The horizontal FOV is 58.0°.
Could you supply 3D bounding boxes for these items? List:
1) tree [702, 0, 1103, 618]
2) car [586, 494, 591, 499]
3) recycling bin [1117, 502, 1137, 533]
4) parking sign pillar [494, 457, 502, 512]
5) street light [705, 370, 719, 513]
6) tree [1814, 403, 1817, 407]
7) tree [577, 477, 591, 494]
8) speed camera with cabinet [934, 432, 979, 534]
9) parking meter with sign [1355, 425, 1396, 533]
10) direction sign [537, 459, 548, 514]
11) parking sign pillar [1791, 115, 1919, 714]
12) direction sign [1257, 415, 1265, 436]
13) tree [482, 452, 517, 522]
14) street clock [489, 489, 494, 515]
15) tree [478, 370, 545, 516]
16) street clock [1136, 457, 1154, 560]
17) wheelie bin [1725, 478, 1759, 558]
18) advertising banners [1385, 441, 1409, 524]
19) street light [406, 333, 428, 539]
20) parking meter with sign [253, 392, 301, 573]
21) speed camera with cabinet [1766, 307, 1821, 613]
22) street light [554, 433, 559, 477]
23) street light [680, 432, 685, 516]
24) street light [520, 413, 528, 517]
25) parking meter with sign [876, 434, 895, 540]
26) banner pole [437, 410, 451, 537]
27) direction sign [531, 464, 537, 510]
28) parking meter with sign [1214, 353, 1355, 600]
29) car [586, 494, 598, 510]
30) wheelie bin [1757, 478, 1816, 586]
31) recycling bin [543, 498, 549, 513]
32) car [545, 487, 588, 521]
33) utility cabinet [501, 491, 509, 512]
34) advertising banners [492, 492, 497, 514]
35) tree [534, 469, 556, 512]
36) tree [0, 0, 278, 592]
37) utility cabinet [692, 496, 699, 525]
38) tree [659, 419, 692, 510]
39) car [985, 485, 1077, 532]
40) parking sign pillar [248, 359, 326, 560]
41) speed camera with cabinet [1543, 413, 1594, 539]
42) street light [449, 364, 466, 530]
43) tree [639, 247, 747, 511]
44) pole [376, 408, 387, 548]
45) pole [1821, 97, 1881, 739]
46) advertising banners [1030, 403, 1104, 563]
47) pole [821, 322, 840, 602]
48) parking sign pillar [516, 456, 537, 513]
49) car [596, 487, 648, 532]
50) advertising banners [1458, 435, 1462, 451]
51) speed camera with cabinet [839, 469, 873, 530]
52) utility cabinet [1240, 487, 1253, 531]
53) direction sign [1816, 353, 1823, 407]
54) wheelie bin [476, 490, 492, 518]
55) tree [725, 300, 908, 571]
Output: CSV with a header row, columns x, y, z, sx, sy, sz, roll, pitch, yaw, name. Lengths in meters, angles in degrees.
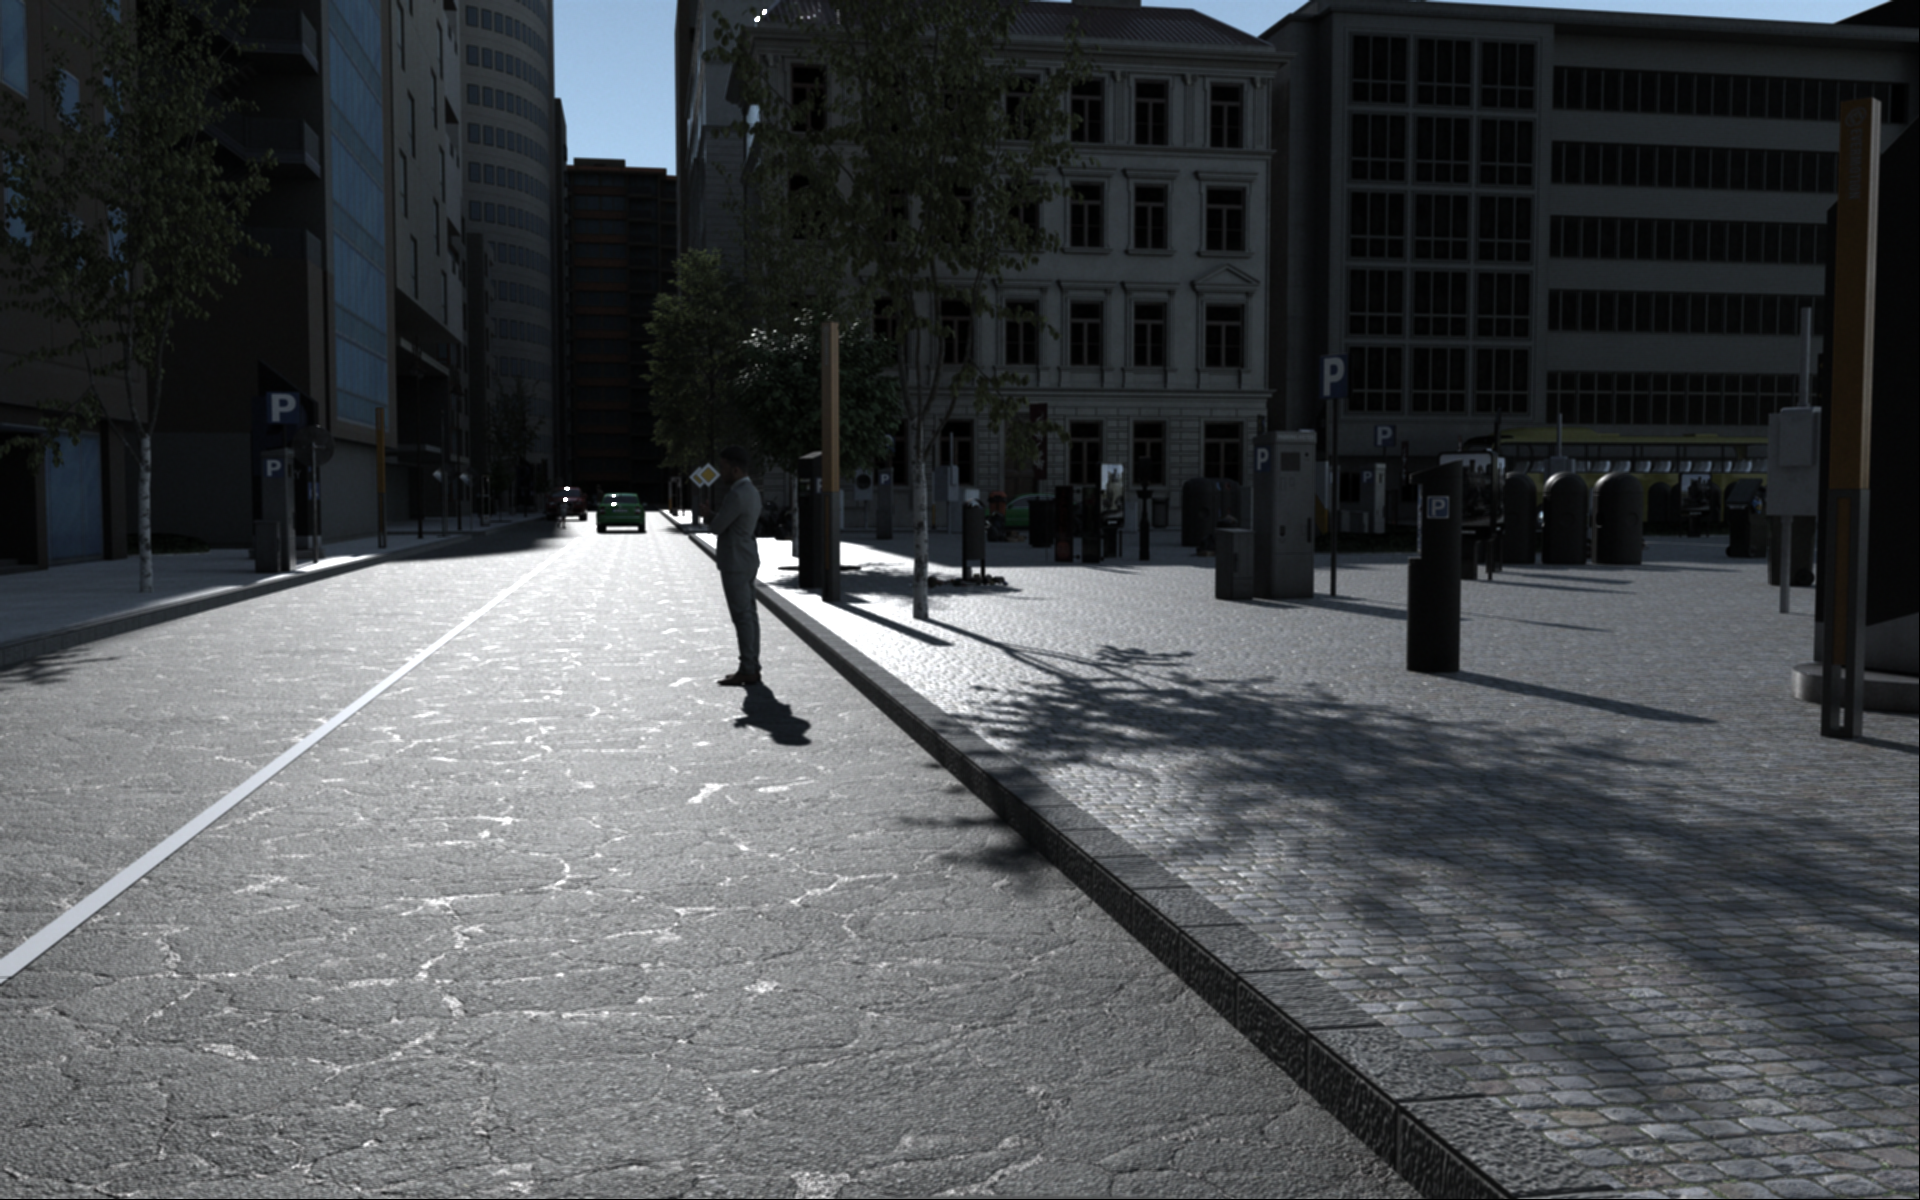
x,y,z,sx,sy,sz,roll,pitch,yaw,name
-0.434,-4.103,17.440,4.737,8.622,4.395,0,3,0,tree
-35.113,-9.504,167.186,2.131,1.459,4.920,-1,4,-10,car
5.453,-2.709,56.846,0.722,1.027,0.722,0,4,6,recycling bin
-34.070,-8.421,126.162,1.447,3.967,1.447,-3,5,-42,parking sign pillar
-9.196,-5.602,64.385,0.468,5.910,1.993,-1,4,-10,street light
24.647,-3.868,46.954,4.285,4.588,4.351,0,3,0,tree
-43.609,-12.629,201.091,1.663,3.219,1.824,0,3,0,tree
-0.102,-3.785,56.221,0.660,3.252,2.038,2,4,30,speed camera with cabinet
10.243,-2.866,43.113,0.543,3.016,1.738,3,4,36,parking meter with sign
-26.634,-7.288,111.157,0.379,3.537,0.876,1,4,9,direction sign
5.946,-1.354,10.602,1.447,3.967,1.447,-1,4,-19,parking sign pillar
8.644,-3.536,49.809,0.379,3.537,0.876,1,4,22,direction sign
-21.311,-5.204,79.690,1.663,3.219,1.824,0,3,0,tree
-29.214,-6.321,107.921,0.358,2.002,0.471,-3,5,-41,street clock
-26.783,-9.361,103.416,4.737,8.622,4.395,0,3,0,tree
3.573,-1.770,33.511,0.358,2.002,0.471,0,4,3,street clock
15.977,-1.662,35.089,0.693,1.594,0.980,-1,4,-18,wheelie bin
14.558,-3.783,58.040,0.090,3.025,2.074,-1,4,-10,advertising banners
-15.593,-4.715,49.879,0.468,5.910,1.993,-1,4,-10,street light
-11.368,-1.990,28.790,0.543,3.016,1.738,-1,4,-11,parking meter with sign
9.527,-1.449,18.020,0.660,3.252,2.038,-3,4,-36,speed camera with cabinet
-30.722,-9.725,131.786,0.468,5.910,1.993,-1,4,-10,street light
-16.052,-7.805,100.404,0.468,5.910,1.993,-1,4,-10,street light
-24.313,-7.581,96.742,0.468,5.910,1.993,-1,4,-10,street light
-2.151,-3.253,49.451,0.543,3.016,1.738,0,4,0,parking meter with sign
-15.505,-3.789,51.972,0.401,3.779,0.863,-1,4,-12,banner pole
-31.818,-8.435,129.909,0.876,3.537,0.379,-1,4,-22,direction sign
3.968,-1.533,21.334,1.738,3.016,0.543,-2,4,-28,parking meter with sign
-32.383,-8.840,154.327,2.009,1.686,4.222,-1,4,-9,car
11.686,-1.007,24.376,0.693,1.594,0.980,1,4,20,wheelie bin
-28.346,-6.544,119.545,0.722,1.027,0.722,0,4,6,recycling bin
-21.539,-5.276,94.942,2.281,1.827,5.304,-1,4,-10,car
-32.251,-7.034,123.685,0.318,1.500,1.173,1,4,21,utility cabinet
-29.477,-6.941,109.674,0.090,3.025,2.074,-2,4,-25,advertising banners
-30.035,-7.903,123.821,1.663,3.219,1.824,0,3,0,tree
-10.794,-4.416,22.567,4.737,8.622,4.395,0,3,0,tree
-10.975,-3.707,71.771,0.306,1.237,1.020,-1,4,-9,utility cabinet
-22.579,-11.659,140.982,4.360,8.622,3.978,0,3,0,tree
2.285,-3.139,60.124,4.718,1.807,1.959,-1,4,-9,car
-13.406,-2.810,34.413,1.447,3.967,1.447,1,4,16,parking sign pillar
15.409,-2.942,42.441,2.038,3.252,0.660,2,4,27,speed camera with cabinet
-17.823,-5.427,61.515,0.468,5.910,1.993,-1,4,-10,street light
-11.419,-9.913,80.210,7.486,12.596,7.792,0,3,0,tree
-13.709,-2.885,41.021,0.158,3.312,0.155,0,3,0,pole
4.671,-0.932,9.079,0.158,3.312,0.155,0,3,0,pole
1.989,-2.237,32.755,0.090,3.025,2.074,-3,4,-38,advertising banners
-1.543,-1.639,20.647,0.158,3.312,0.155,0,3,0,pole
-29.440,-7.877,117.264,1.447,3.967,1.447,2,4,34,parking sign pillar
-12.969,-3.520,66.354,1.959,1.807,4.718,-1,4,-10,car
15.269,-3.440,52.435,0.090,3.025,2.074,2,4,28,advertising banners
-4.212,-4.186,62.782,2.038,3.252,0.660,-1,4,-11,speed camera with cabinet
8.880,-2.784,54.201,0.318,1.500,1.173,-2,4,-26,utility cabinet
14.056,-2.180,27.642,0.379,3.537,0.876,-2,4,-30,direction sign
-25.852,-5.265,93.985,0.693,1.594,0.980,0,4,3,wheelie bin
-2.373,-2.805,29.567,4.285,4.588,4.351,0,3,0,tree
